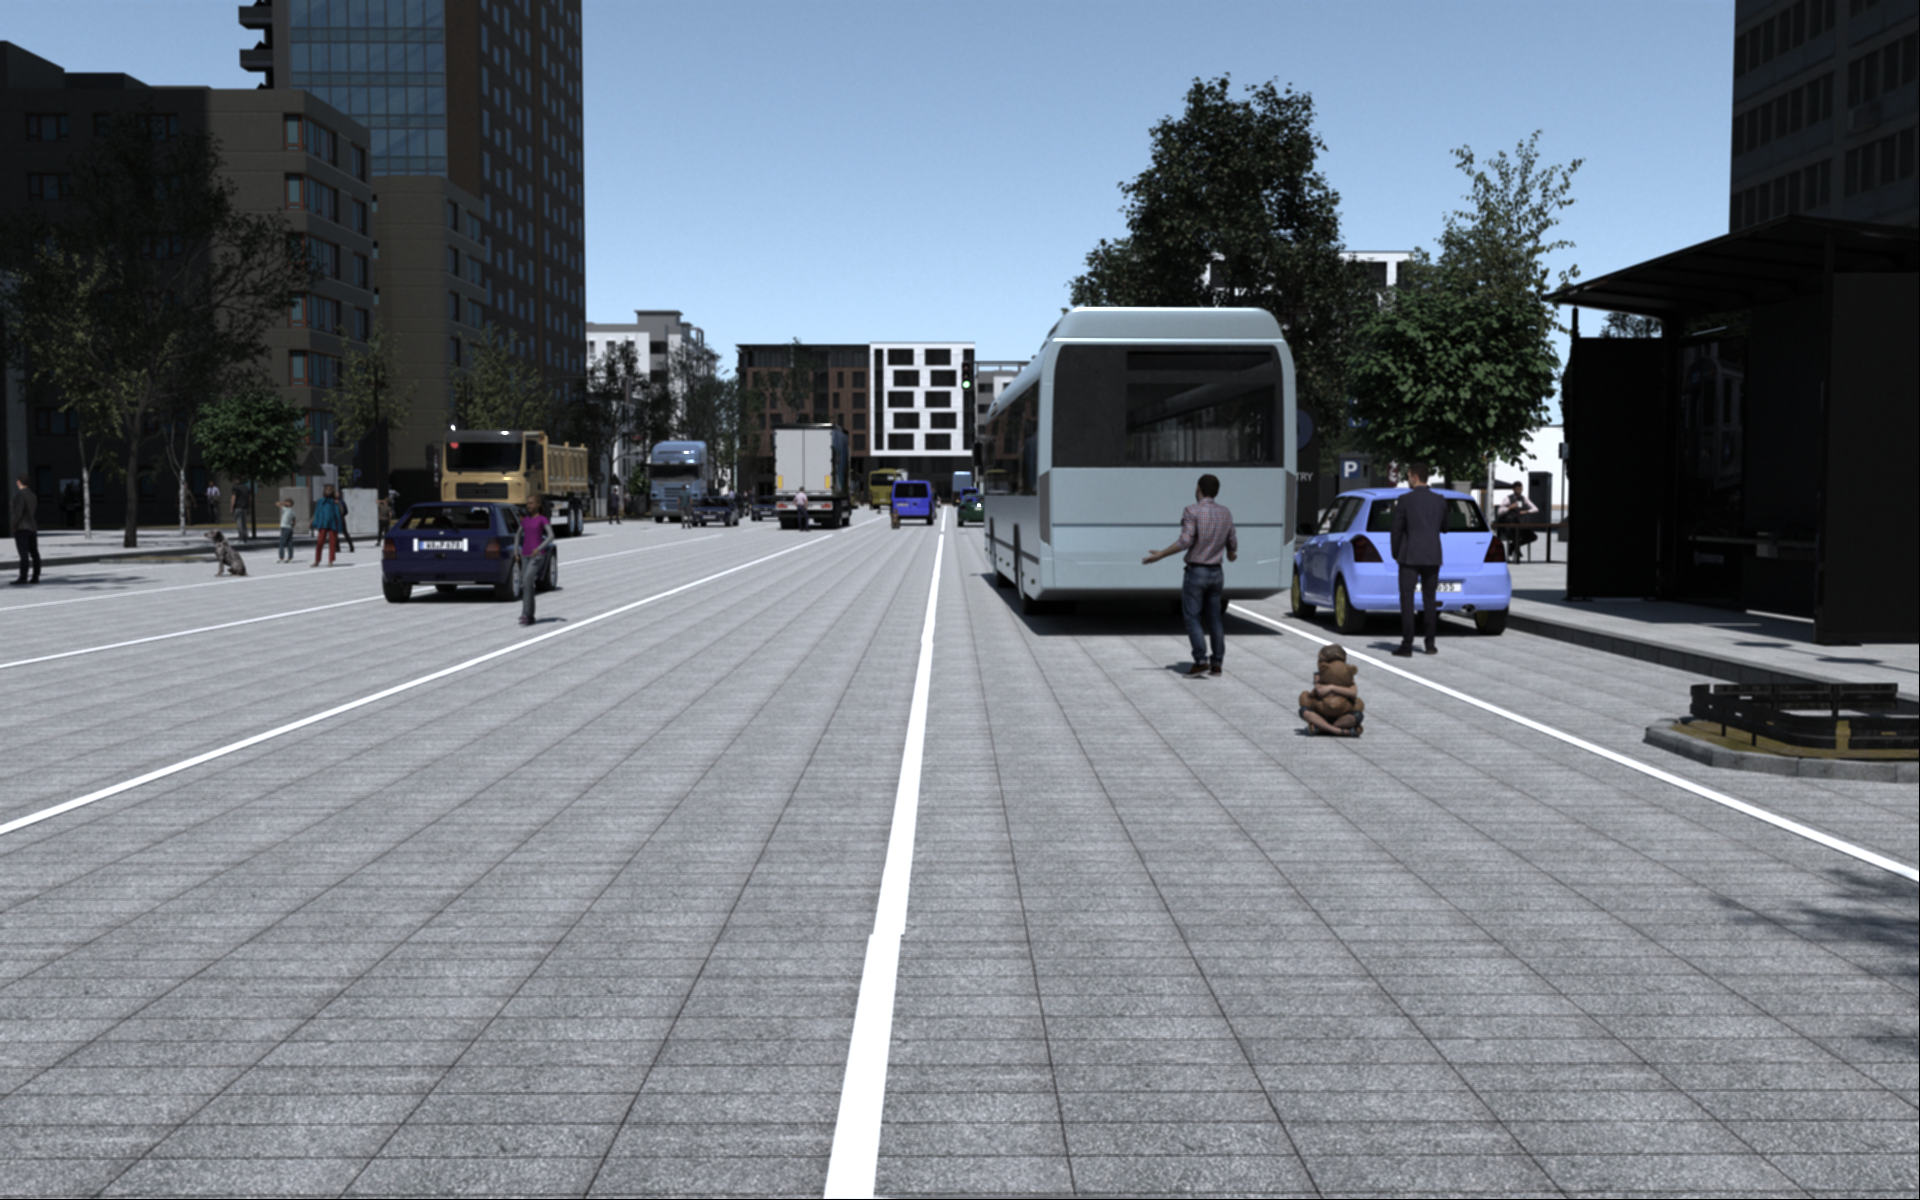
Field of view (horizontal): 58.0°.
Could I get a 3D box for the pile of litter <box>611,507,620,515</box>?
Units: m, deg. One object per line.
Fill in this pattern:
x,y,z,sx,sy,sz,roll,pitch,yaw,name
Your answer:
-21.103,-5.535,104.466,1.176,0.858,1.719,-1,4,-22,pile of litter

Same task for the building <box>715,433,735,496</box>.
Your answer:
-45.479,-18.133,238.620,28.070,9.664,9.099,0,4,0,building

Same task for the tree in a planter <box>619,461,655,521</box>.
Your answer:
-17.115,-5.801,92.067,1.991,3.239,1.994,0,4,0,tree in a planter

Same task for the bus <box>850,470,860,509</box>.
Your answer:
-11.218,-10.822,168.480,2.896,3.916,12.252,0,4,-1,bus

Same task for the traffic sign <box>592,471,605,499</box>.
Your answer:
-20.114,-5.889,96.383,0.768,2.556,0.104,0,4,4,traffic sign

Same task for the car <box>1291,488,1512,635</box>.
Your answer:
4.705,-0.571,18.930,1.945,1.707,3.694,0,3,0,car

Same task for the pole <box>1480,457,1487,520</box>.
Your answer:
18.247,-4.068,60.353,0.158,3.312,0.155,0,3,0,pole

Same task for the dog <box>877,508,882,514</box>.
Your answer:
-5.884,-6.564,127.517,0.550,0.427,0.748,1,4,16,dog

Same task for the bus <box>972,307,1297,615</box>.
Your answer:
1.849,-1.764,23.697,2.948,3.499,13.247,0,4,-2,bus

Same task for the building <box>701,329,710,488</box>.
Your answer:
-36.371,-20.302,188.357,16.016,20.091,11.380,0,4,0,building

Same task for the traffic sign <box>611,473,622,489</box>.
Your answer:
-21.353,-6.554,107.165,0.884,2.594,0.081,0,4,8,traffic sign

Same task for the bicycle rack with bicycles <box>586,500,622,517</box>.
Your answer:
-20.734,-5.242,99.082,2.925,0.926,2.852,-2,4,-29,bicycle rack with bicycles

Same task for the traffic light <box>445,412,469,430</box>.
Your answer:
-17.158,-4.297,59.182,0.839,4.253,0.868,0,4,0,traffic light

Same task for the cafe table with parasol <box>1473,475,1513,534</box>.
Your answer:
17.073,-3.191,57.046,2.610,1.966,2.610,3,5,45,cafe table with parasol

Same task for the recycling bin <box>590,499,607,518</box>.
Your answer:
-19.567,-4.964,93.709,0.722,1.027,0.722,-2,4,-32,recycling bin

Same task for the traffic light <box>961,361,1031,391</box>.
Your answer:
2.431,-5.170,59.201,4.771,5.953,1.251,0,4,0,traffic light

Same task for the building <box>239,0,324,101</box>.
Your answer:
-35.407,-28.091,109.396,14.600,45.320,14.200,0,4,0,building

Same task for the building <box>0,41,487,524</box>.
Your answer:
-41.869,-14.895,88.565,27.650,21.520,28.899,0,4,0,building

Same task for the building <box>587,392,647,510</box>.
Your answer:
-32.773,-13.126,156.755,9.099,9.664,28.070,0,4,0,building

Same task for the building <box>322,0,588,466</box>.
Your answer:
-35.193,-28.958,123.572,14.600,45.320,14.200,0,4,0,building

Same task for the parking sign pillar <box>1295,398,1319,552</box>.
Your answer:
7.385,-3.082,38.860,1.447,3.967,1.447,0,4,7,parking sign pillar

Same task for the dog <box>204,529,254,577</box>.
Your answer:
-12.631,-0.813,30.125,0.800,0.831,0.513,1,4,14,dog

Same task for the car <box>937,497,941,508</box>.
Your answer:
-2.963,-10.275,180.360,2.083,1.381,4.827,0,4,-2,car

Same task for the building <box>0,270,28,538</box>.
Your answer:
-42.938,-44.323,37.355,31.000,86.520,22.319,0,4,0,building

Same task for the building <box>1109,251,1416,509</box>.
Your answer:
27.629,-19.462,162.175,27.936,21.610,32.646,0,4,0,building

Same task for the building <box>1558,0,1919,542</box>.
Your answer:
32.318,-21.217,38.787,32.217,40.220,23.993,0,4,0,building

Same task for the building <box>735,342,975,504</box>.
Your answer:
-14.410,-24.652,247.027,32.646,21.610,27.936,0,4,0,building

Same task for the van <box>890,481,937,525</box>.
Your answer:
-2.201,-4.683,80.950,2.240,2.365,5.245,0,4,0,van

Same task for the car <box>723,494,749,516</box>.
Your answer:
-14.607,-6.207,111.264,2.009,1.686,4.222,0,4,1,car

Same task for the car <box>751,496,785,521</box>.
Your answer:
-10.187,-4.917,92.976,1.945,1.354,3.894,0,4,1,car

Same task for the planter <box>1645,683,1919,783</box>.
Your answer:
4.935,0.708,9.571,1.991,0.319,1.994,0,4,0,planter

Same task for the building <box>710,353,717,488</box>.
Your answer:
-34.815,-21.178,202.671,11.380,20.091,16.016,0,4,0,building

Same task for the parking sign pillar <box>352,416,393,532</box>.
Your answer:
-20.163,-4.330,59.271,1.447,3.967,1.447,2,4,24,parking sign pillar

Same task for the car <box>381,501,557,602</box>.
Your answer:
-6.802,-0.719,24.333,1.945,1.354,3.894,0,4,-2,car

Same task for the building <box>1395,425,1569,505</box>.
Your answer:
58.557,-16.170,206.524,28.070,9.664,9.099,0,4,0,building

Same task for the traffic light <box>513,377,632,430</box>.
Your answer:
-15.126,-5.661,67.217,4.771,5.953,1.251,0,4,0,traffic light

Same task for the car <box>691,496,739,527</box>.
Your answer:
-10.857,-3.930,76.836,1.945,1.354,3.894,0,3,0,car

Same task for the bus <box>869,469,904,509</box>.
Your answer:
-7.105,-10.762,167.506,2.896,3.916,12.252,0,4,1,bus

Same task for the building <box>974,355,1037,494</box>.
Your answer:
7.802,-23.602,242.311,11.380,20.091,16.016,0,4,0,building

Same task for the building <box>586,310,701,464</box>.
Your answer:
-35.513,-19.553,176.104,16.016,20.091,11.380,0,4,0,building

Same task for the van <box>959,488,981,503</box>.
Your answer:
1.007,-10.442,175.105,2.240,2.365,5.245,0,4,1,van

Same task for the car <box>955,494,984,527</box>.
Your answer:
0.811,-3.985,76.960,2.131,1.459,4.920,0,4,1,car
